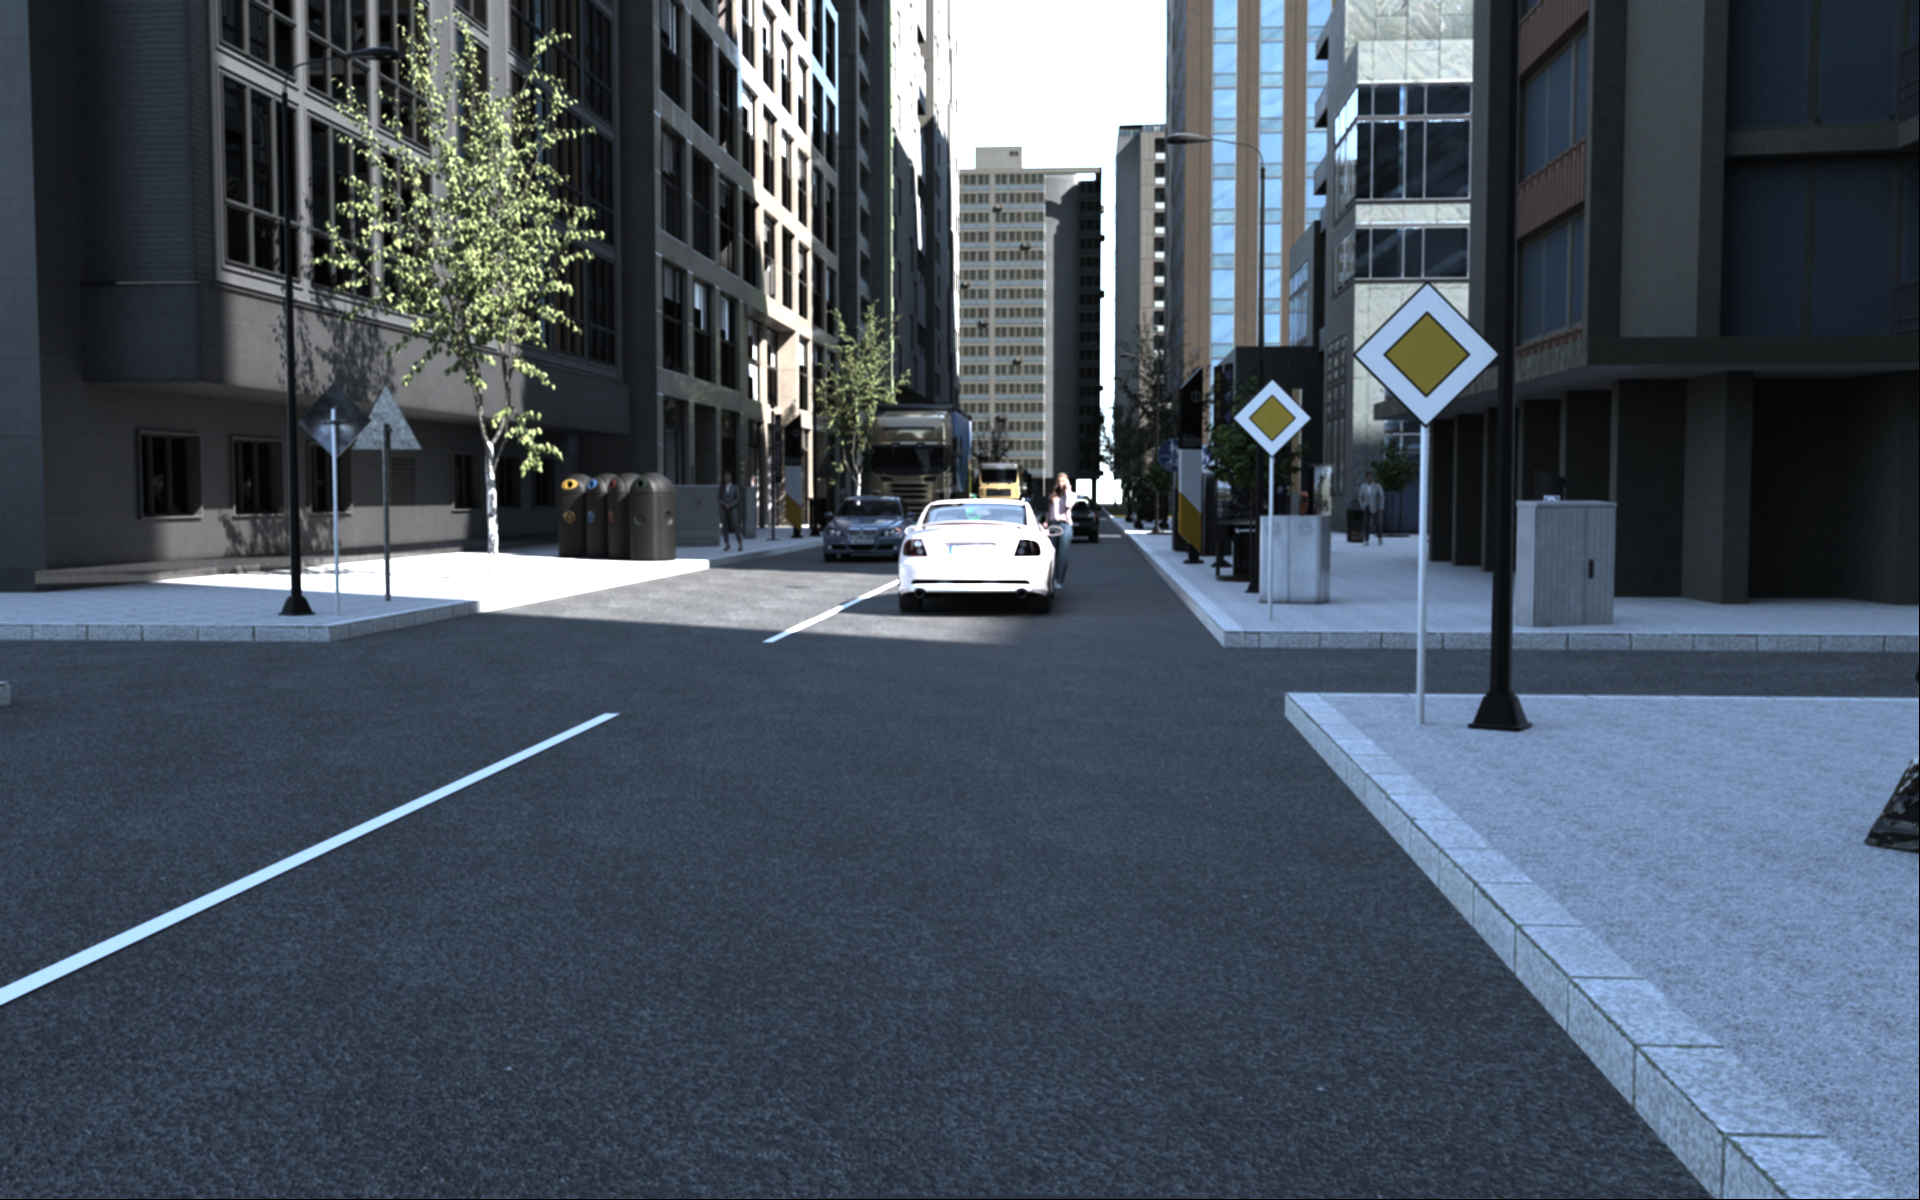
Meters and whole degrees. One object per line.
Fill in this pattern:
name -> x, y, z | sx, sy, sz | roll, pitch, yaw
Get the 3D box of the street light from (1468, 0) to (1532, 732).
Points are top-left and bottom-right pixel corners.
street light -> 2.433, -2.254, 9.399 | 1.470, 5.913, 1.316 | 0, 4, 4

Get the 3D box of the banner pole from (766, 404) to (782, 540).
banner pole -> -5.099, -3.546, 47.994 | 0.401, 3.779, 0.863 | -2, 4, -28

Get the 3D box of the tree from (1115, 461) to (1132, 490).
tree -> 8.731, -5.543, 85.226 | 1.663, 3.219, 1.824 | 0, 3, 0

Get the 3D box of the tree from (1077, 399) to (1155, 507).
tree -> 15.265, -14.339, 168.861 | 8.767, 10.594, 7.601 | 1, 4, 17

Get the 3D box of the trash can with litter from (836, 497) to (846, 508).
trash can with litter -> -3.887, -3.111, 62.253 | 1.055, 1.170, 0.624 | -3, 5, -43

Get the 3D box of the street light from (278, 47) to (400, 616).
street light -> -6.515, -2.792, 18.196 | 1.470, 5.913, 1.316 | 0, 4, 4

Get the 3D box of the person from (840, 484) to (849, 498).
person -> -5.796, -4.997, 88.014 | 0.520, 1.790, 0.573 | 2, 4, 30

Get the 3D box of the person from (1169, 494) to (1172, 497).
person -> 6.524, -2.773, 51.560 | 0.590, 1.801, 0.661 | 0, 4, -2

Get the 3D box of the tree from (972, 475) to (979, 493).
tree -> 1.726, -9.614, 151.795 | 1.663, 3.219, 1.824 | 0, 3, 0

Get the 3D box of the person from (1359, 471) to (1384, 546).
person -> 10.267, -2.282, 43.195 | 0.661, 1.843, 0.795 | 2, 4, 32

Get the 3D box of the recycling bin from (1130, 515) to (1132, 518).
recycling bin -> 9.216, -4.697, 89.355 | 0.722, 1.027, 0.722 | 2, 4, 32

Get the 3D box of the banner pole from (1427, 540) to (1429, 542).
banner pole -> 12.947, -3.483, 46.966 | 0.863, 3.779, 0.401 | -3, 5, -41

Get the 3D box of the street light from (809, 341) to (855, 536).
street light -> -3.890, -4.908, 52.788 | 1.470, 5.913, 1.316 | 0, 4, 4

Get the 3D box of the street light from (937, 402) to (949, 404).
street light -> -1.268, -7.034, 87.539 | 1.470, 5.913, 1.316 | 0, 4, 4

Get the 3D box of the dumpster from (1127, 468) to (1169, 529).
dumpster -> 7.047, -3.753, 63.848 | 1.502, 2.255, 1.985 | 0, 4, 4

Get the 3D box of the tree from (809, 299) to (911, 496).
tree -> -3.893, -7.076, 66.051 | 4.737, 8.622, 4.395 | 0, 3, 0

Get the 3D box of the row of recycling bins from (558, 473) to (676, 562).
row of recycling bins -> -6.811, -1.665, 34.332 | 1.069, 1.692, 3.534 | -3, 5, -43

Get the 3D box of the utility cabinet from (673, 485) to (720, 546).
utility cabinet -> -6.452, -2.053, 42.244 | 1.173, 1.500, 0.318 | 0, 4, -7

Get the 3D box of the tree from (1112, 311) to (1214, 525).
tree -> 8.296, -7.344, 70.430 | 4.360, 8.622, 3.978 | 0, 3, 0

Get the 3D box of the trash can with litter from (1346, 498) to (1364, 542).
trash can with litter -> 10.641, -2.132, 46.249 | 0.624, 1.170, 1.055 | 0, 4, 7

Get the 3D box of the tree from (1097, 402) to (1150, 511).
tree -> 12.680, -11.249, 134.283 | 4.737, 8.622, 4.395 | 0, 3, 0

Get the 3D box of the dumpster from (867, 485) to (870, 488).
dumpster -> -3.059, -4.278, 72.445 | 1.502, 2.255, 1.985 | 0, 4, 4

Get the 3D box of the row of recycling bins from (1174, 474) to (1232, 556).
row of recycling bins -> 5.300, -1.861, 37.537 | 1.069, 1.692, 3.534 | 0, 4, 1

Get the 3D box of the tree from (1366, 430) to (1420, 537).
tree -> 12.981, -3.523, 52.204 | 1.663, 3.219, 1.824 | 0, 3, 0

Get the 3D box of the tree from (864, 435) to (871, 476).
tree -> -2.940, -6.075, 83.035 | 4.285, 4.588, 4.351 | 0, 3, 0

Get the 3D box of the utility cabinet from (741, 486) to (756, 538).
utility cabinet -> -6.162, -2.553, 50.414 | 0.318, 1.500, 1.173 | -1, 4, -13

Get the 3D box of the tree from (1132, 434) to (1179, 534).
tree -> 6.642, -3.730, 55.582 | 1.663, 3.219, 1.824 | 0, 3, 0

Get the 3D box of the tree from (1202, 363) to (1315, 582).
tree -> 4.456, -1.902, 25.695 | 1.663, 3.219, 1.824 | 0, 3, 0

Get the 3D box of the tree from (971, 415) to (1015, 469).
tree -> 2.885, -12.674, 157.576 | 4.360, 8.622, 3.978 | 0, 3, 0

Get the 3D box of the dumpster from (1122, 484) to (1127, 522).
dumpster -> 8.171, -4.684, 79.082 | 1.502, 2.255, 1.985 | 0, 4, 4

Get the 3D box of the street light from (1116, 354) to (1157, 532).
street light -> 5.991, -5.191, 57.420 | 1.470, 5.913, 1.316 | 0, 4, 4

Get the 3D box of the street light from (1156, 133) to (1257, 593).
street light -> 3.354, -3.052, 22.445 | 1.470, 5.913, 1.316 | 0, 4, 4

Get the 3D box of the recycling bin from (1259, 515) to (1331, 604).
recycling bin -> 3.976, -0.489, 20.546 | 0.722, 1.027, 0.722 | 1, 4, 22

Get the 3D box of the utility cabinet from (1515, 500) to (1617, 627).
utility cabinet -> 5.928, -0.353, 16.937 | 1.020, 1.237, 0.306 | -2, 4, -24

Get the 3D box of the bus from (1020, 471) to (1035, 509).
bus -> 4.376, -8.563, 134.864 | 2.948, 3.499, 13.247 | 0, 4, 3

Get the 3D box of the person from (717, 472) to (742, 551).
person -> -5.205, -2.007, 39.126 | 0.520, 1.790, 0.573 | -1, 4, -20

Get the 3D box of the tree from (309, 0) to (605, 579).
tree -> -7.178, -4.615, 25.824 | 4.737, 8.622, 4.395 | 0, 3, 0

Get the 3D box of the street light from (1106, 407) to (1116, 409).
street light -> 8.490, -7.335, 92.463 | 1.470, 5.913, 1.316 | 0, 4, 4
